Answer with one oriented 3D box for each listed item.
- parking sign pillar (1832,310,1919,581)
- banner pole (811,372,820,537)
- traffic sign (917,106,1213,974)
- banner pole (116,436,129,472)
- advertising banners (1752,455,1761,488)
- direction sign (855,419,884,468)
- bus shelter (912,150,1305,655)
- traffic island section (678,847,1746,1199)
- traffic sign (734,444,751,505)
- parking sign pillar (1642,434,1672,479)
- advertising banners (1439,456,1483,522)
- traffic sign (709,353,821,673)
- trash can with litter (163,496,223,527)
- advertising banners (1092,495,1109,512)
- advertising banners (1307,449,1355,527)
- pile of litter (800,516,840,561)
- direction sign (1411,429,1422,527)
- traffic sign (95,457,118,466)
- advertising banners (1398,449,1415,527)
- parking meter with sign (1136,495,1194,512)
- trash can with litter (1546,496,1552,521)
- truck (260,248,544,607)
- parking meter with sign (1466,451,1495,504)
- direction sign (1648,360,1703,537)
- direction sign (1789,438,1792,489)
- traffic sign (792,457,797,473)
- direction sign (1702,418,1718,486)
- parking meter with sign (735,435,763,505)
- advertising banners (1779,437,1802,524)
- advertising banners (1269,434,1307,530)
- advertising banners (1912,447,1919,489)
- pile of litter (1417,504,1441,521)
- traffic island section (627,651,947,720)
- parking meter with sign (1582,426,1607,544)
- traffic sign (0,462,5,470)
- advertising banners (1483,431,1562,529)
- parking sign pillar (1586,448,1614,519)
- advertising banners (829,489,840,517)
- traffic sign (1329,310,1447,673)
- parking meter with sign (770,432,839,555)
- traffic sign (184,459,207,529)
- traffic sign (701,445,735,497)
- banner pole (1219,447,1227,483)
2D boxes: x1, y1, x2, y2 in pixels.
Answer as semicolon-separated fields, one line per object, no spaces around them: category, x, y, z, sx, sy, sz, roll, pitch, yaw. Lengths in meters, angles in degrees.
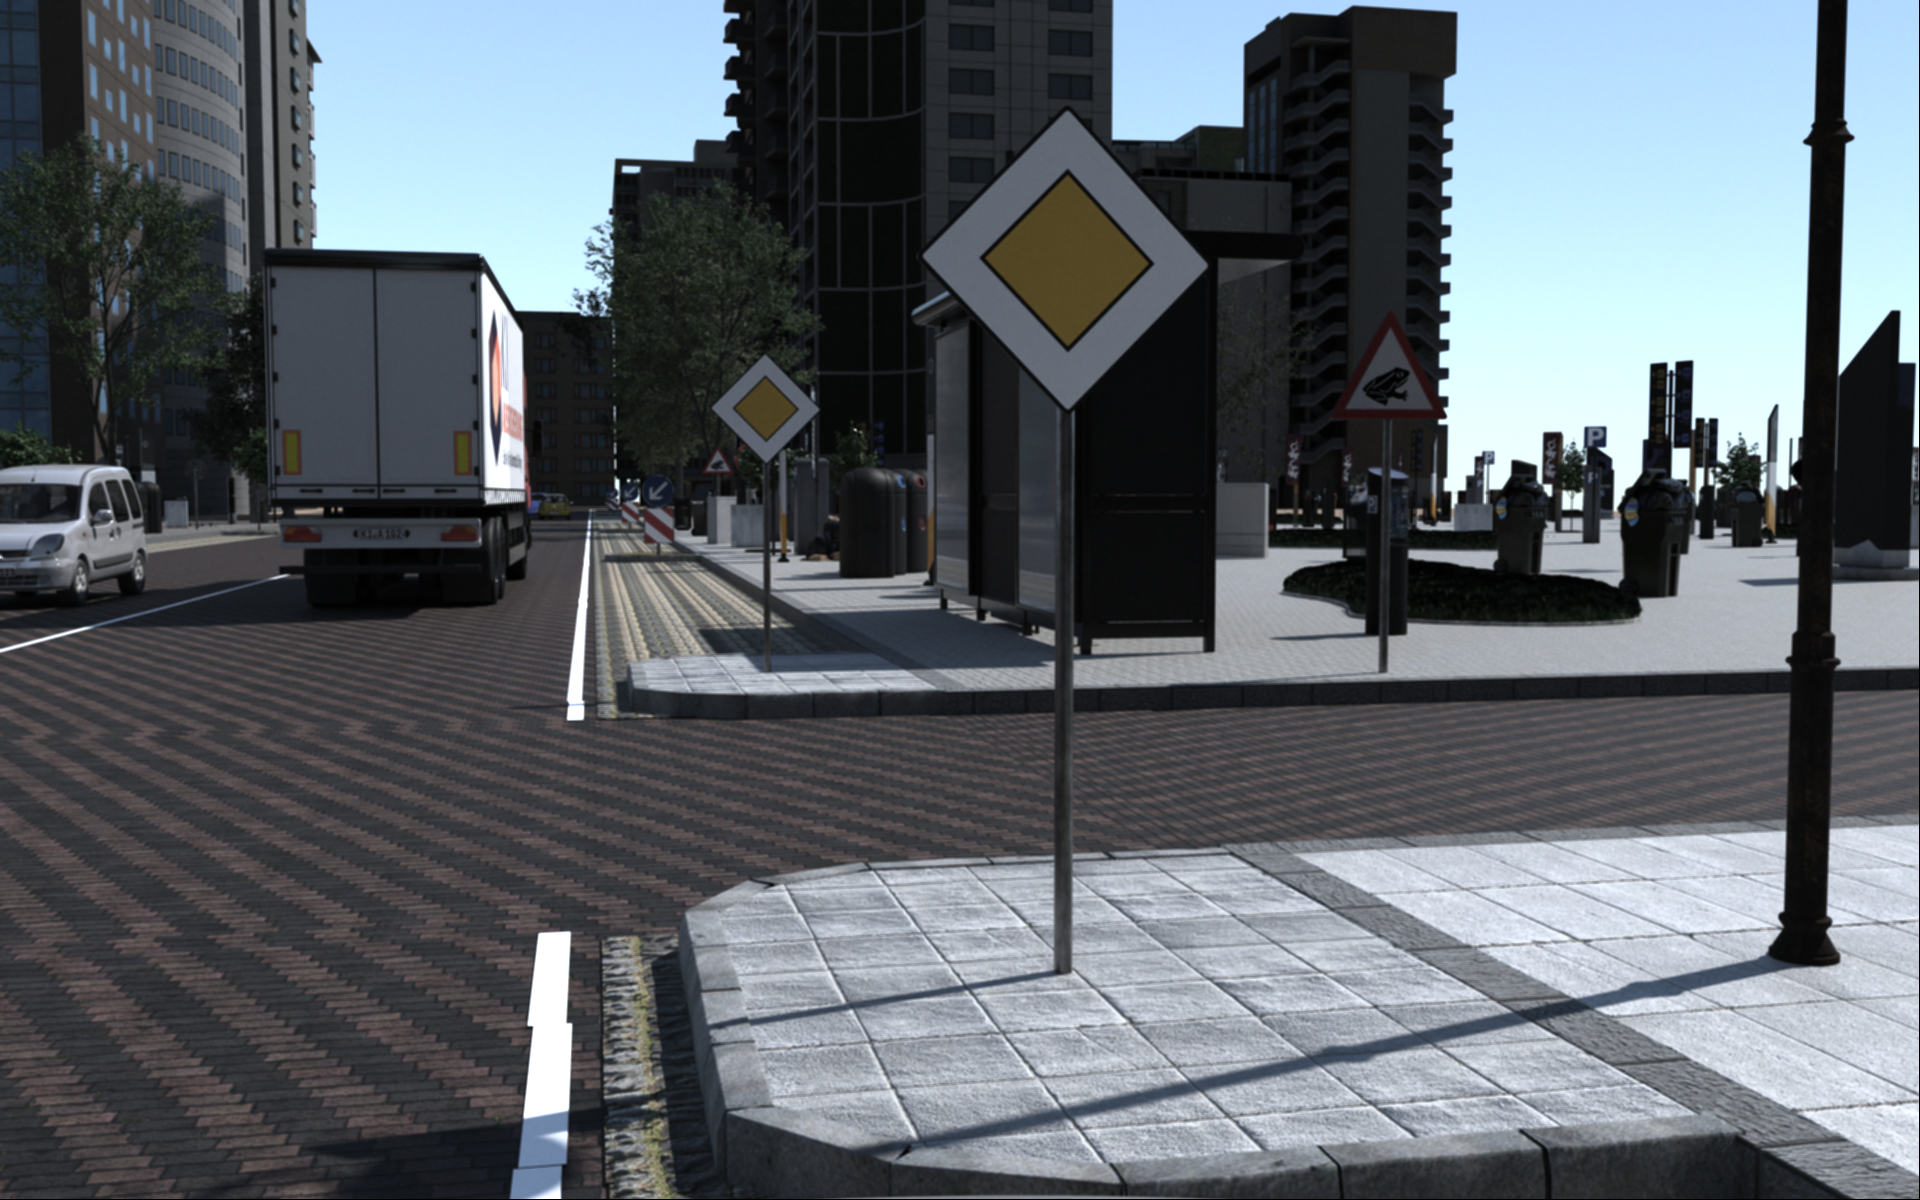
parking sign pillar;13.796;-2.304;26.139;1.447;3.967;1.447;0;4;-4
banner pole;-2.959;-2.772;35.336;0.401;3.779;0.863;0;4;6
traffic sign;0.274;-0.058;4.585;0.795;2.450;0.064;-1;4;-12
banner pole;-35.966;-5.161;74.393;0.401;3.779;0.863;3;5;45
advertising banners;36.234;-4.958;77.254;2.074;3.025;0.090;3;5;39
direction sign;-2.708;-3.681;52.184;0.876;3.537;0.379;-1;4;-14
bus shelter;0.854;-2.469;17.993;2.179;5.291;8.768;-1;4;-12
traffic island section;0.295;1.077;4.667;2.009;0.180;2.903;-1;4;-12
traffic sign;-5.319;-2.672;43.795;0.768;2.556;0.104;-1;4;-8
parking sign pillar;24.443;-4.421;60.756;1.447;3.967;1.447;0;4;-6
advertising banners;23.175;-5.117;79.852;2.074;3.025;0.090;1;4;9
traffic sign;-1.387;-0.535;12.396;0.795;2.450;0.064;-1;4;-12
trash can with litter;-30.385;-3.518;68.572;2.233;1.210;1.678;-2;4;-28
advertising banners;1.787;-1.904;27.325;0.090;3.025;2.074;3;5;41
advertising banners;14.199;-4.323;66.868;2.074;3.025;0.090;0;4;4
pile of litter;-2.297;-1.204;33.643;1.719;0.858;1.176;-1;4;-15
direction sign;16.003;-4.207;60.774;0.379;3.537;0.876;-1;4;-9
traffic sign;-28.904;-3.583;58.692;0.768;2.556;0.104;0;4;-7
advertising banners;16.995;-4.269;65.988;0.090;3.025;2.074;0;4;-3
parking meter with sign;3.824;-2.330;34.356;1.738;3.016;0.543;1;4;9
trash can with litter;27.986;-4.311;81.870;0.624;1.170;1.055;2;4;35
truck;-7.785;-2.235;25.458;2.839;4.237;11.283;-1;4;-11
parking meter with sign;21.071;-4.562;70.846;0.543;3.016;1.738;-1;4;-20
direction sign;12.174;-2.308;29.739;0.379;3.537;0.876;-2;4;-27
direction sign;33.477;-4.762;69.856;0.379;3.537;0.876;1;4;22
traffic sign;-4.125;-2.362;40.746;0.606;2.300;0.079;0;4;-6
direction sign;22.193;-3.643;51.567;0.876;3.537;0.379;-2;4;-24
parking meter with sign;-5.146;-3.078;46.583;1.738;3.016;0.543;-1;4;-11
advertising banners;25.739;-3.512;53.603;0.090;3.025;2.074;1;4;8
advertising banners;8.999;-3.333;50.678;2.074;3.025;0.090;1;4;15
advertising banners;35.981;-4.179;64.513;2.074;3.025;0.090;-2;4;-32
pile of litter;22.384;-4.212;82.829;1.719;0.858;1.176;0;4;7
traffic island section;-1.366;0.600;12.478;2.009;0.180;2.903;-1;4;-12
parking meter with sign;16.594;-3.005;45.396;0.543;3.016;1.738;1;4;18
traffic sign;-25.171;-2.748;44.926;0.884;2.594;0.081;0;4;-5
advertising banners;15.943;-3.231;49.017;2.074;3.025;0.090;2;4;32
parking sign pillar;32.813;-6.136;88.792;1.447;3.967;1.447;0;4;-2
advertising banners;-3.702;-3.466;52.863;0.090;3.025;2.074;3;5;44
traffic sign;3.041;-0.756;12.372;0.884;2.594;0.081;-1;4;-10
parking meter with sign;-3.116;-2.457;36.439;1.738;3.016;0.543;-1;4;-17
traffic sign;-27.772;-3.844;62.959;0.768;2.556;0.104;-1;4;-11
traffic sign;-6.453;-2.828;46.238;0.884;2.594;0.081;0;4;-6
banner pole;12.162;-5.569;81.075;0.863;3.779;0.401;3;4;39
